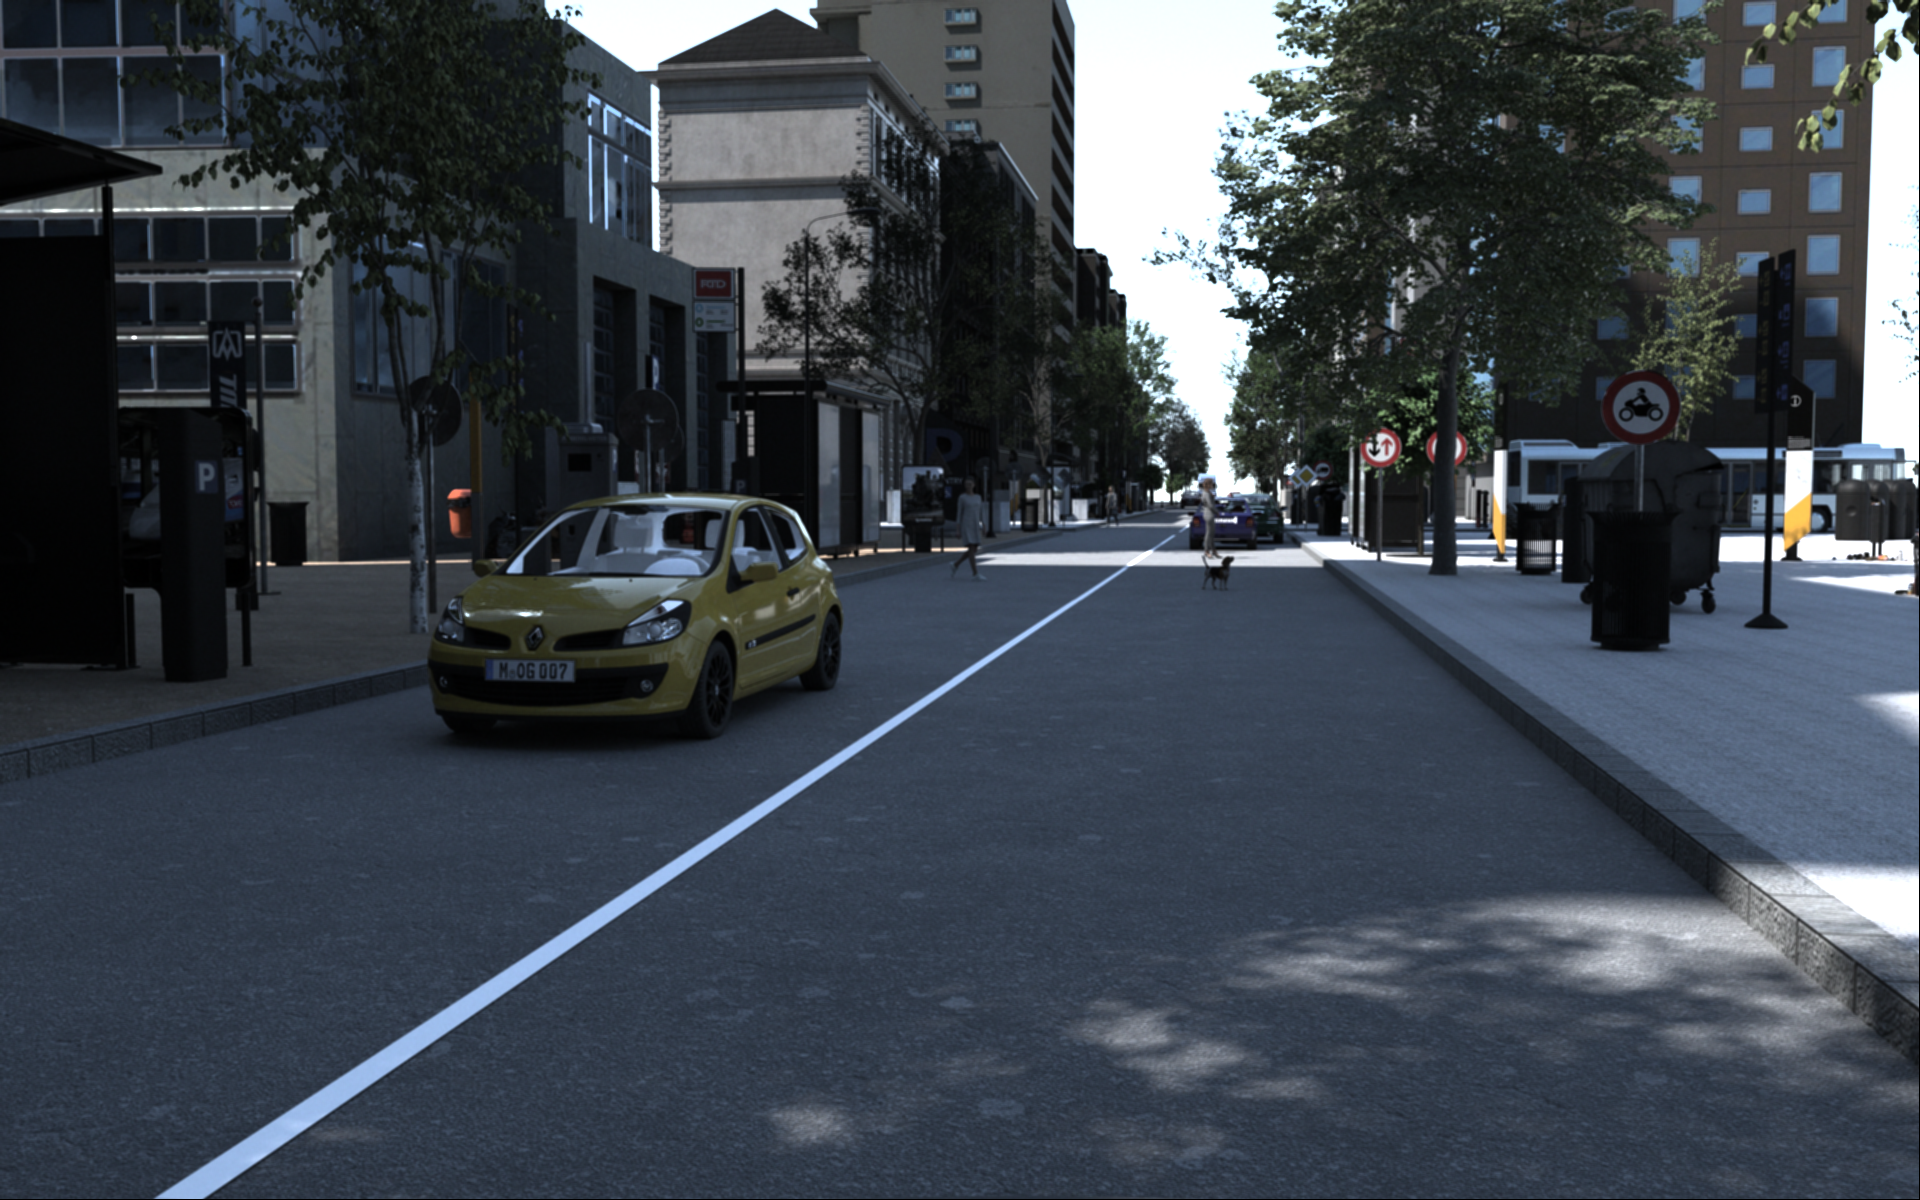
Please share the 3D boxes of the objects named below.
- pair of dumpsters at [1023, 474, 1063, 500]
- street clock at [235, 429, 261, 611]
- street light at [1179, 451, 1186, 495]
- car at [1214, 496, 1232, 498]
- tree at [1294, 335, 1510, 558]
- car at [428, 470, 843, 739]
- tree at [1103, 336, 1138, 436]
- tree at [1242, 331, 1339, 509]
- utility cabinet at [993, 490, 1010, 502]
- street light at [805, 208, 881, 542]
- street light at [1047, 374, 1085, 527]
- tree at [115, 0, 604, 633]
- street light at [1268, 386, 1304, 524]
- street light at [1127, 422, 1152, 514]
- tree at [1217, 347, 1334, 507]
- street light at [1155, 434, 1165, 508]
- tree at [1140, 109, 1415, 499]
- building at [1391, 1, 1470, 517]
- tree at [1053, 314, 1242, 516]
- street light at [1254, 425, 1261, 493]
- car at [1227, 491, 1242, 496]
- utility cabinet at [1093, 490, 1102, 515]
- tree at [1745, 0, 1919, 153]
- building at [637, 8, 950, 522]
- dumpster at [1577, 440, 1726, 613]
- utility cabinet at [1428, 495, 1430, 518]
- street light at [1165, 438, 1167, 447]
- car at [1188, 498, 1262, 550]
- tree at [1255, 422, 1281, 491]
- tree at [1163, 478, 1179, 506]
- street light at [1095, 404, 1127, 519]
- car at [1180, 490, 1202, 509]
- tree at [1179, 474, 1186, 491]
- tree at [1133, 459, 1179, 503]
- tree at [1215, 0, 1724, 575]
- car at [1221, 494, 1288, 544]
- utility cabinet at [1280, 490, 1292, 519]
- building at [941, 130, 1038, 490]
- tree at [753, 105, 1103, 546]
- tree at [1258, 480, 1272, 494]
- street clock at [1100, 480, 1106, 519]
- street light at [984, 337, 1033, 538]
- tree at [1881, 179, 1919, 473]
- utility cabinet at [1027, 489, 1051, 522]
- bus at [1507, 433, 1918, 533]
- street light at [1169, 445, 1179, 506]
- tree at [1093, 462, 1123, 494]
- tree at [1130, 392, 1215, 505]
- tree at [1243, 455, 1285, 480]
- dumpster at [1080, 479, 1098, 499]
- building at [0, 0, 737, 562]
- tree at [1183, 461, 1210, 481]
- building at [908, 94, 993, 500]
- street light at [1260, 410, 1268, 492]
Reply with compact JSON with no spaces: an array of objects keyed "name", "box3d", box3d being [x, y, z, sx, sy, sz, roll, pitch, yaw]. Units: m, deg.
[{"name":"pair of dumpsters","box3d":[3.882,-4.826,81.401,1.574,2.255,4.437,1,4,9]},{"name":"street clock","box3d":[-7.881,-0.888,19.087,0.358,2.002,0.471,-3,5,-41]},{"name":"street light","box3d":[23.169,-13.041,185.753,1.470,5.913,1.316,1,4,9]},{"name":"car","box3d":[11.854,-3.967,77.445,1.945,1.354,3.894,1,4,9]},{"name":"tree","box3d":[9.456,-3.170,35.548,4.285,4.588,4.351,0,3,0]},{"name":"car","box3d":[-2.012,-0.076,11.471,2.015,1.641,3.980,1,4,11]},{"name":"tree","box3d":[3.840,-8.552,74.232,8.767,10.594,7.601,2,4,24]},{"name":"tree","box3d":[20.179,-11.211,109.049,9.928,11.665,9.643,0,3,0]},{"name":"utility cabinet","box3d":[2.254,-5.015,90.675,1.173,1.500,0.318,-2,4,-29]},{"name":"street light","box3d":[-1.968,-3.412,28.321,1.470,5.913,1.316,1,4,9]},{"name":"street light","box3d":[4.124,-5.795,67.288,1.470,5.913,1.316,1,4,9]},{"name":"tree","box3d":[-5.024,-3.985,15.520,4.737,8.622,4.395,0,3,0]},{"name":"street light","box3d":[14.035,-6.210,74.079,1.470,5.913,1.316,1,4,9]},{"name":"street light","box3d":[11.436,-8.517,111.802,1.470,5.913,1.316,1,4,9]},{"name":"tree","box3d":[22.948,-12.757,125.584,9.611,12.733,9.660,0,3,0]},{"name":"street light","box3d":[14.874,-9.858,133.724,1.470,5.913,1.316,1,4,9]},{"name":"tree","box3d":[15.795,-14.097,86.383,12.611,20.169,13.585,0,3,0]},{"name":"building","box3d":[38.165,-34.668,108.827,21.231,58.520,28.212,1,4,9]},{"name":"tree","box3d":[8.985,-10.624,99.463,9.928,11.665,9.643,0,3,0]},{"name":"street light","box3d":[20.853,-8.847,117.187,1.470,5.913,1.316,1,4,9]},{"name":"car","box3d":[35.995,-13.322,226.479,2.281,1.827,5.304,1,4,9]},{"name":"utility cabinet","box3d":[8.152,-5.709,102.016,0.318,1.500,1.173,-1,4,-12]},{"name":"tree","box3d":[4.999,-3.524,7.978,4.737,8.622,4.395,0,3,0]},{"name":"building","box3d":[-7.342,-15.760,86.554,11.050,23.489,19.941,1,4,9]},{"name":"dumpster","box3d":[7.714,-0.833,19.371,1.264,1.857,1.865,1,4,9]},{"name":"utility cabinet","box3d":[25.798,-5.083,94.272,1.020,1.237,0.306,3,5,44]},{"name":"street light","box3d":[16.227,-10.396,142.515,1.470,5.913,1.316,1,4,9]},{"name":"car","box3d":[6.975,-2.025,45.685,1.945,1.354,3.894,1,4,10]},{"name":"tree","box3d":[27.969,-12.551,155.573,4.360,8.622,3.978,0,3,0]},{"name":"tree","box3d":[22.686,-11.819,187.842,1.663,3.219,1.824,0,3,0]},{"name":"street light","box3d":[7.749,-7.169,89.761,1.470,5.913,1.316,1,4,9]},{"name":"car","box3d":[23.145,-10.076,173.407,2.281,1.827,5.304,1,4,9]},{"name":"tree","box3d":[29.420,-15.485,236.896,4.285,4.588,4.351,0,3,0]},{"name":"tree","box3d":[17.370,-10.596,156.957,4.285,4.588,4.351,0,3,0]},{"name":"tree","box3d":[8.064,-6.657,26.974,7.486,12.596,7.792,0,3,0]},{"name":"car","box3d":[8.701,-2.436,51.624,2.131,1.459,4.920,1,4,9]},{"name":"utility cabinet","box3d":[16.677,-4.862,88.174,0.318,1.500,1.173,2,4,33]},{"name":"building","box3d":[-2.787,-20.245,124.508,14.314,27.812,24.014,1,4,9]},{"name":"tree","box3d":[-1.222,-6.620,42.655,8.767,10.594,7.601,1,4,9]},{"name":"tree","box3d":[40.193,-14.154,226.014,1.663,3.219,1.824,0,3,0]},{"name":"street clock","box3d":[7.238,-5.087,87.736,0.358,2.002,0.471,0,4,2]},{"name":"street light","box3d":[1.438,-4.776,50.627,1.470,5.913,1.316,1,4,9]},{"name":"tree","box3d":[22.390,-5.375,38.252,4.360,8.622,3.978,0,3,0]},{"name":"utility cabinet","box3d":[3.615,-4.275,78.577,1.173,1.500,0.318,0,4,-3]},{"name":"bus","box3d":[25.611,-3.908,58.752,13.247,3.499,2.948,0,4,7]},{"name":"street light","box3d":[19.725,-11.723,164.213,1.470,5.913,1.316,1,4,9]},{"name":"tree","box3d":[8.832,-6.813,105.999,1.663,3.219,1.824,0,3,0]},{"name":"tree","box3d":[26.205,-18.527,213.287,12.009,13.543,11.850,0,3,0]},{"name":"tree","box3d":[41.600,-18.612,238.723,8.767,10.594,7.601,-3,5,-42]},{"name":"dumpster","box3d":[8.427,-6.611,110.575,1.502,2.255,1.985,1,4,9]},{"name":"building","box3d":[-23.923,-44.627,42.331,31.000,86.520,22.319,1,4,9]},{"name":"tree","box3d":[39.901,-22.322,299.375,7.601,10.594,8.767,-2,4,-25]},{"name":"building","box3d":[-5.201,-16.832,104.889,12.332,23.373,15.834,1,4,9]},{"name":"street light","box3d":[17.485,-7.529,95.635,1.470,5.913,1.316,1,4,9]}]
